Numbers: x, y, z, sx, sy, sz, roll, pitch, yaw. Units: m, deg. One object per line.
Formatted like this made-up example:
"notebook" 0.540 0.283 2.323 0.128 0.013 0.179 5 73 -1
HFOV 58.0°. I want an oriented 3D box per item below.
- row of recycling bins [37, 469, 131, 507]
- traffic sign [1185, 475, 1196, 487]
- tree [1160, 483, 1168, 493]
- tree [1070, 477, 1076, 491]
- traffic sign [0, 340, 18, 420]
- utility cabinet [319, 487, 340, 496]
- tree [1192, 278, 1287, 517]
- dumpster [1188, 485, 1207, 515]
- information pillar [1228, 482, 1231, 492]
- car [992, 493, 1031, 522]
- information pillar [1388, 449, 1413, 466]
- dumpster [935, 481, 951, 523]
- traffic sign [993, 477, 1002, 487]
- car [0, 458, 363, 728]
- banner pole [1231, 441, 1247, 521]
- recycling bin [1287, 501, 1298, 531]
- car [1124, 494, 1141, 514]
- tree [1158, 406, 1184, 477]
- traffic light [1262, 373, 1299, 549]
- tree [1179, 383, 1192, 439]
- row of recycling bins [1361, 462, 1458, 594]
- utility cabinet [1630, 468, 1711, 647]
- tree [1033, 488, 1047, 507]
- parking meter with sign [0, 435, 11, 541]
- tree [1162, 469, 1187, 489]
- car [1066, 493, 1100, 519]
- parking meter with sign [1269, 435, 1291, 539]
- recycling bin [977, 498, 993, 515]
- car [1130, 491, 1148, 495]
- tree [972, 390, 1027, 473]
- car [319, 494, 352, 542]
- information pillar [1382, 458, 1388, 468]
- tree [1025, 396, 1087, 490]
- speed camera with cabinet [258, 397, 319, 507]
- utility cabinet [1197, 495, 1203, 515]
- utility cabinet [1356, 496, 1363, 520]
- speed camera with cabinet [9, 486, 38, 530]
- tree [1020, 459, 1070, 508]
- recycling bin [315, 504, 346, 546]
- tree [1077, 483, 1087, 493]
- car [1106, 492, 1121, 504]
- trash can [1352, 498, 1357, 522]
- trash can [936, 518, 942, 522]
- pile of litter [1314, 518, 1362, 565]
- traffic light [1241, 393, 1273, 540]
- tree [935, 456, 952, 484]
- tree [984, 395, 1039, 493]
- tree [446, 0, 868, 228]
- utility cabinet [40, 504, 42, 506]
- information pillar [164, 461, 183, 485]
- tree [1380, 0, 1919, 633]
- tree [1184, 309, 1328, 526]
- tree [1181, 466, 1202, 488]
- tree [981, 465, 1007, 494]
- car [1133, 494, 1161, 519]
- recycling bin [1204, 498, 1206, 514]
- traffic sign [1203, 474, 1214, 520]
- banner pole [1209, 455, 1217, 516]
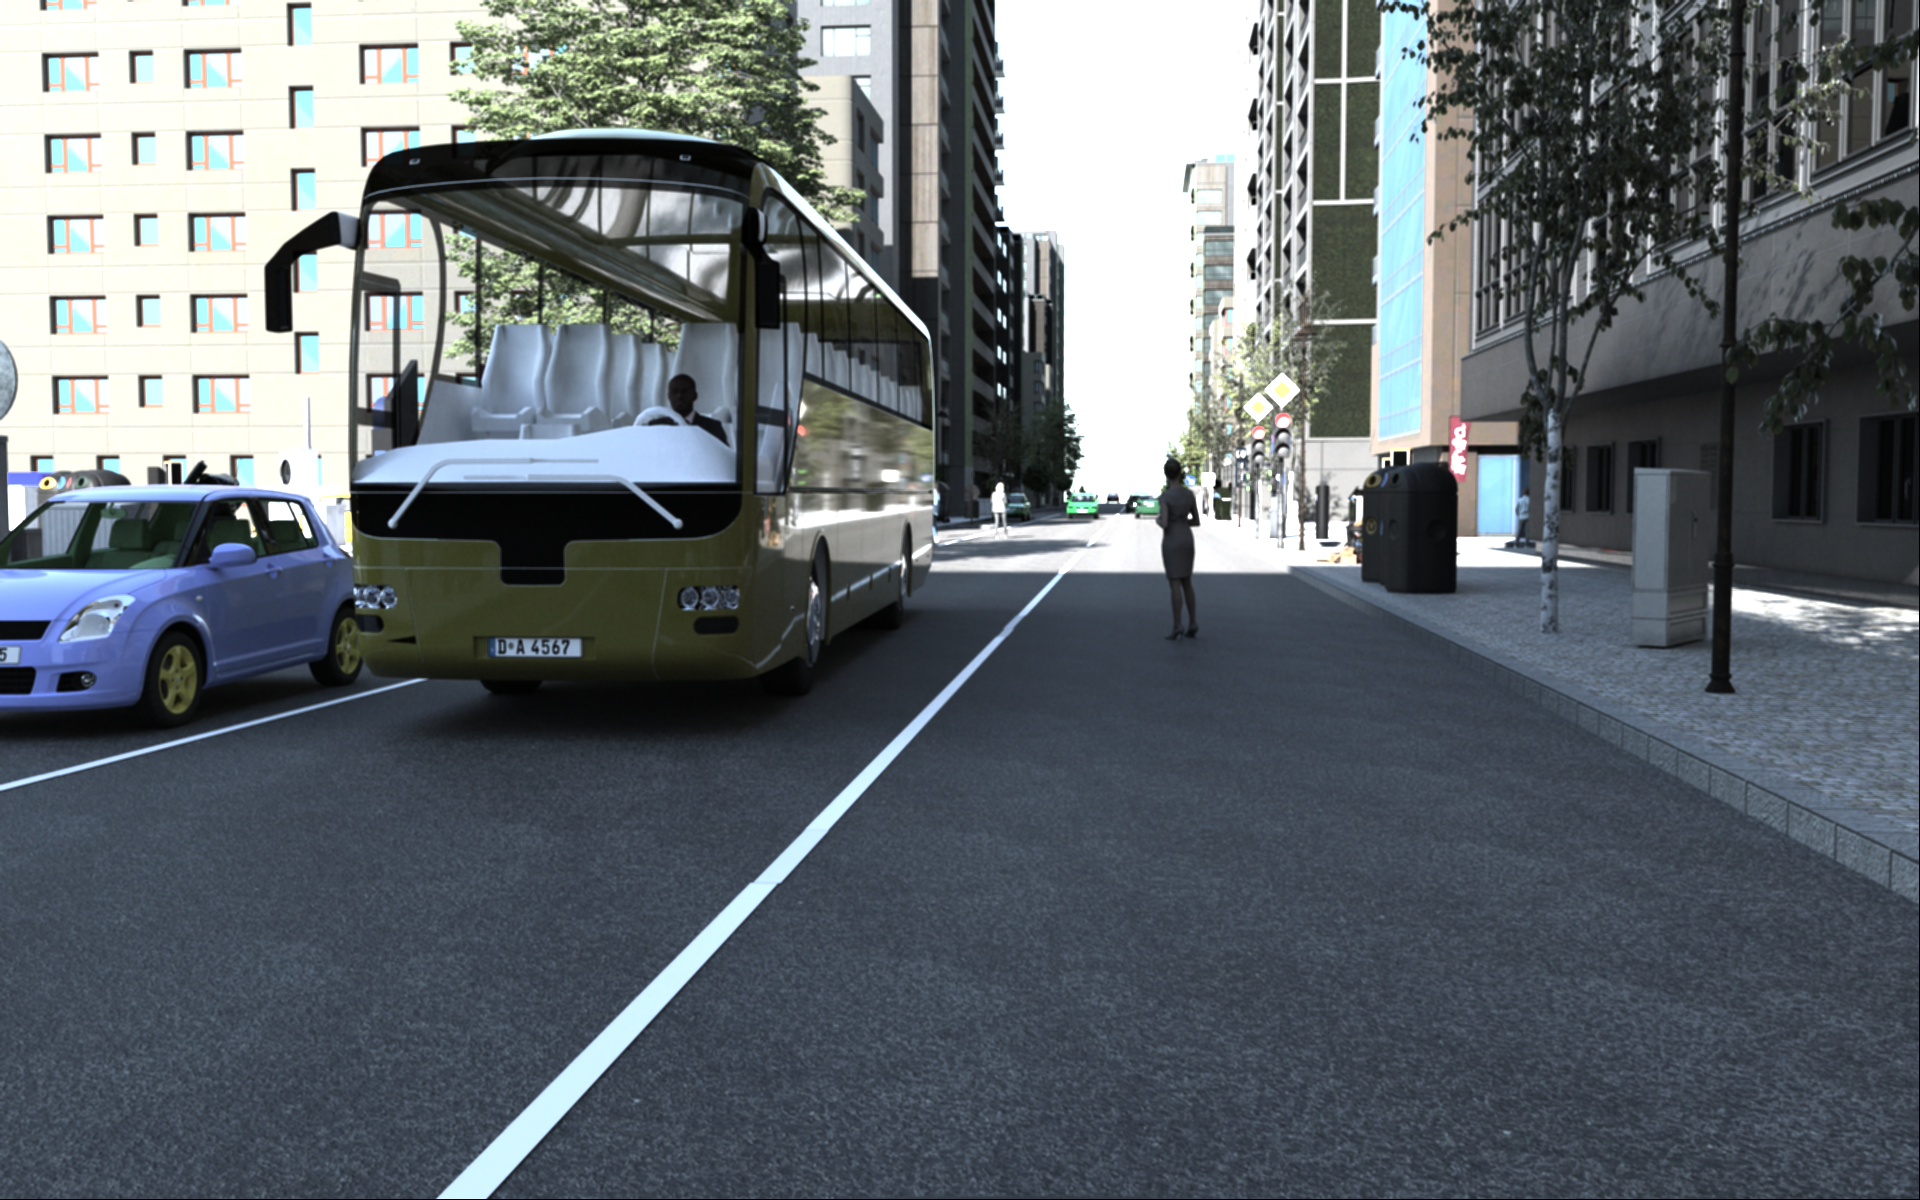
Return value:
"row of recycling bins" -15.199 -1.409 30.152 1.069 1.692 3.534 -3 5 -39
"traffic sign" 15.413 -7.081 115.879 0.768 2.556 0.104 0 4 7
"tree" 25.519 -13.145 209.516 1.663 3.219 1.824 0 3 0
"tree" 13.162 -14.526 221.214 4.285 4.588 4.351 0 3 0
"traffic sign" -7.651 -0.816 13.451 0.768 2.556 0.104 1 4 13
"utility cabinet" -18.871 -2.586 50.967 1.173 1.500 0.318 -3 5 -41
"tree" 10.715 -6.526 57.058 4.360 8.622 3.978 0 3 0
"dumpster" 14.834 -6.292 108.627 1.264 1.857 1.865 0 4 6
"information pillar" 16.343 -6.135 104.799 0.304 2.012 0.304 0 4 8
"car" 2.734 -5.054 91.430 1.959 1.807 4.718 0 4 7
"information pillar" 7.156 -1.444 28.105 0.304 2.012 0.304 2 4 25
"dumpster" -1.110 -4.318 76.360 1.264 1.857 1.865 0 4 6
"traffic sign" 2.289 -6.343 105.838 0.606 2.300 0.079 0 4 8
"car" -5.518 -0.134 11.775 1.945 1.707 3.694 0 4 5
"banner pole" 13.082 -5.610 81.735 0.863 3.779 0.401 0 4 2
"recycling bin" 11.312 -2.902 60.000 0.722 1.027 0.722 0 4 4
"car" 13.137 -7.228 127.963 2.009 1.686 4.222 0 4 6
"tree" 17.783 -10.976 129.828 4.737 8.622 4.395 0 3 0
"traffic light" 7.465 -3.145 40.347 0.839 4.253 0.868 0 4 6
"tree" 14.633 -9.082 98.845 4.360 8.622 3.978 0 3 0
"row of recycling bins" 6.219 -1.029 23.932 1.069 1.692 3.534 0 4 7
"utility cabinet" 6.090 -0.374 14.791 0.318 1.500 1.173 3 4 39
"tree" 8.439 -11.269 178.850 1.663 3.219 1.824 0 3 0
"parking meter with sign" -11.637 -1.481 20.481 0.543 3.016 1.738 1 4 13
"tree" 23.679 -12.591 189.581 4.285 4.588 4.351 0 3 0
"car" 7.052 -5.534 99.275 1.959 1.807 4.718 0 4 5
"parking meter with sign" 9.200 -3.287 49.997 0.543 3.016 1.738 1 4 14
"recycling bin" 1.492 -5.631 104.629 0.722 1.027 0.722 3 4 36
"car" 19.996 -11.198 191.752 2.281 1.827 5.304 0 4 5
"tree" 2.585 -10.468 121.514 4.360 8.622 3.978 0 3 0
"car" -16.782 -2.199 46.184 3.980 1.641 2.015 0 4 4
"information pillar" 8.823 -1.895 35.480 0.304 2.012 0.304 2 4 26
"tree" 11.411 -17.269 200.477 7.486 12.596 7.792 0 3 0
"speed camera with cabinet" -13.975 -2.545 35.939 0.660 3.252 2.038 -3 5 -42
"utility cabinet" 14.780 -5.840 106.651 0.306 1.237 1.020 1 4 14
"utility cabinet" 12.337 -2.502 52.076 0.306 1.237 1.020 -1 4 -22
"speed camera with cabinet" -18.976 -2.402 33.601 2.038 3.252 0.660 0 4 5
"tree" 7.228 -10.887 161.709 4.285 4.588 4.351 0 3 0
"recycling bin" -15.659 -1.843 42.686 0.722 1.027 0.722 2 4 26
"tree" 19.891 -17.500 280.730 1.663 3.219 1.824 0 3 0
"car" 23.385 -15.649 264.528 2.281 1.827 5.304 0 4 5
"trash can" 13.147 -2.737 56.406 0.748 1.137 0.748 0 3 0
"trash can" -0.986 -4.241 80.999 0.748 1.137 0.748 0 3 0
"pile of litter" 7.182 -1.117 32.233 1.176 0.858 1.719 0 4 4
"traffic light" 8.279 -3.631 48.291 0.839 4.253 0.868 0 4 6
"tree" -1.374 -5.653 87.023 1.663 3.219 1.824 0 3 0
"tree" 3.785 -10.952 129.432 4.737 8.622 4.395 0 3 0
"tree" -5.396 -6.916 31.198 7.486 12.596 7.792 0 3 0
"utility cabinet" -7.301 -0.213 14.640 1.020 1.237 0.306 2 4 27
"information pillar" -17.778 -2.124 39.215 0.304 2.012 0.304 -3 5 -45
"tree" 5.712 -4.007 15.869 4.360 8.622 3.978 0 3 0
"tree" 12.279 -7.287 69.504 4.737 8.622 4.395 0 3 0
"tree" 16.093 -7.680 120.168 1.663 3.219 1.824 0 3 0
"tree" 2.480 -7.389 115.416 1.663 3.219 1.824 0 3 0
"car" 11.323 -5.567 102.810 2.131 1.459 4.920 0 4 7
"recycling bin" 15.592 -6.110 112.452 0.722 1.027 0.722 -1 4 -11
"traffic sign" 12.304 -5.118 85.810 0.606 2.300 0.079 1 4 12
"banner pole" 14.866 -6.824 101.590 0.401 3.779 0.863 2 4 34
